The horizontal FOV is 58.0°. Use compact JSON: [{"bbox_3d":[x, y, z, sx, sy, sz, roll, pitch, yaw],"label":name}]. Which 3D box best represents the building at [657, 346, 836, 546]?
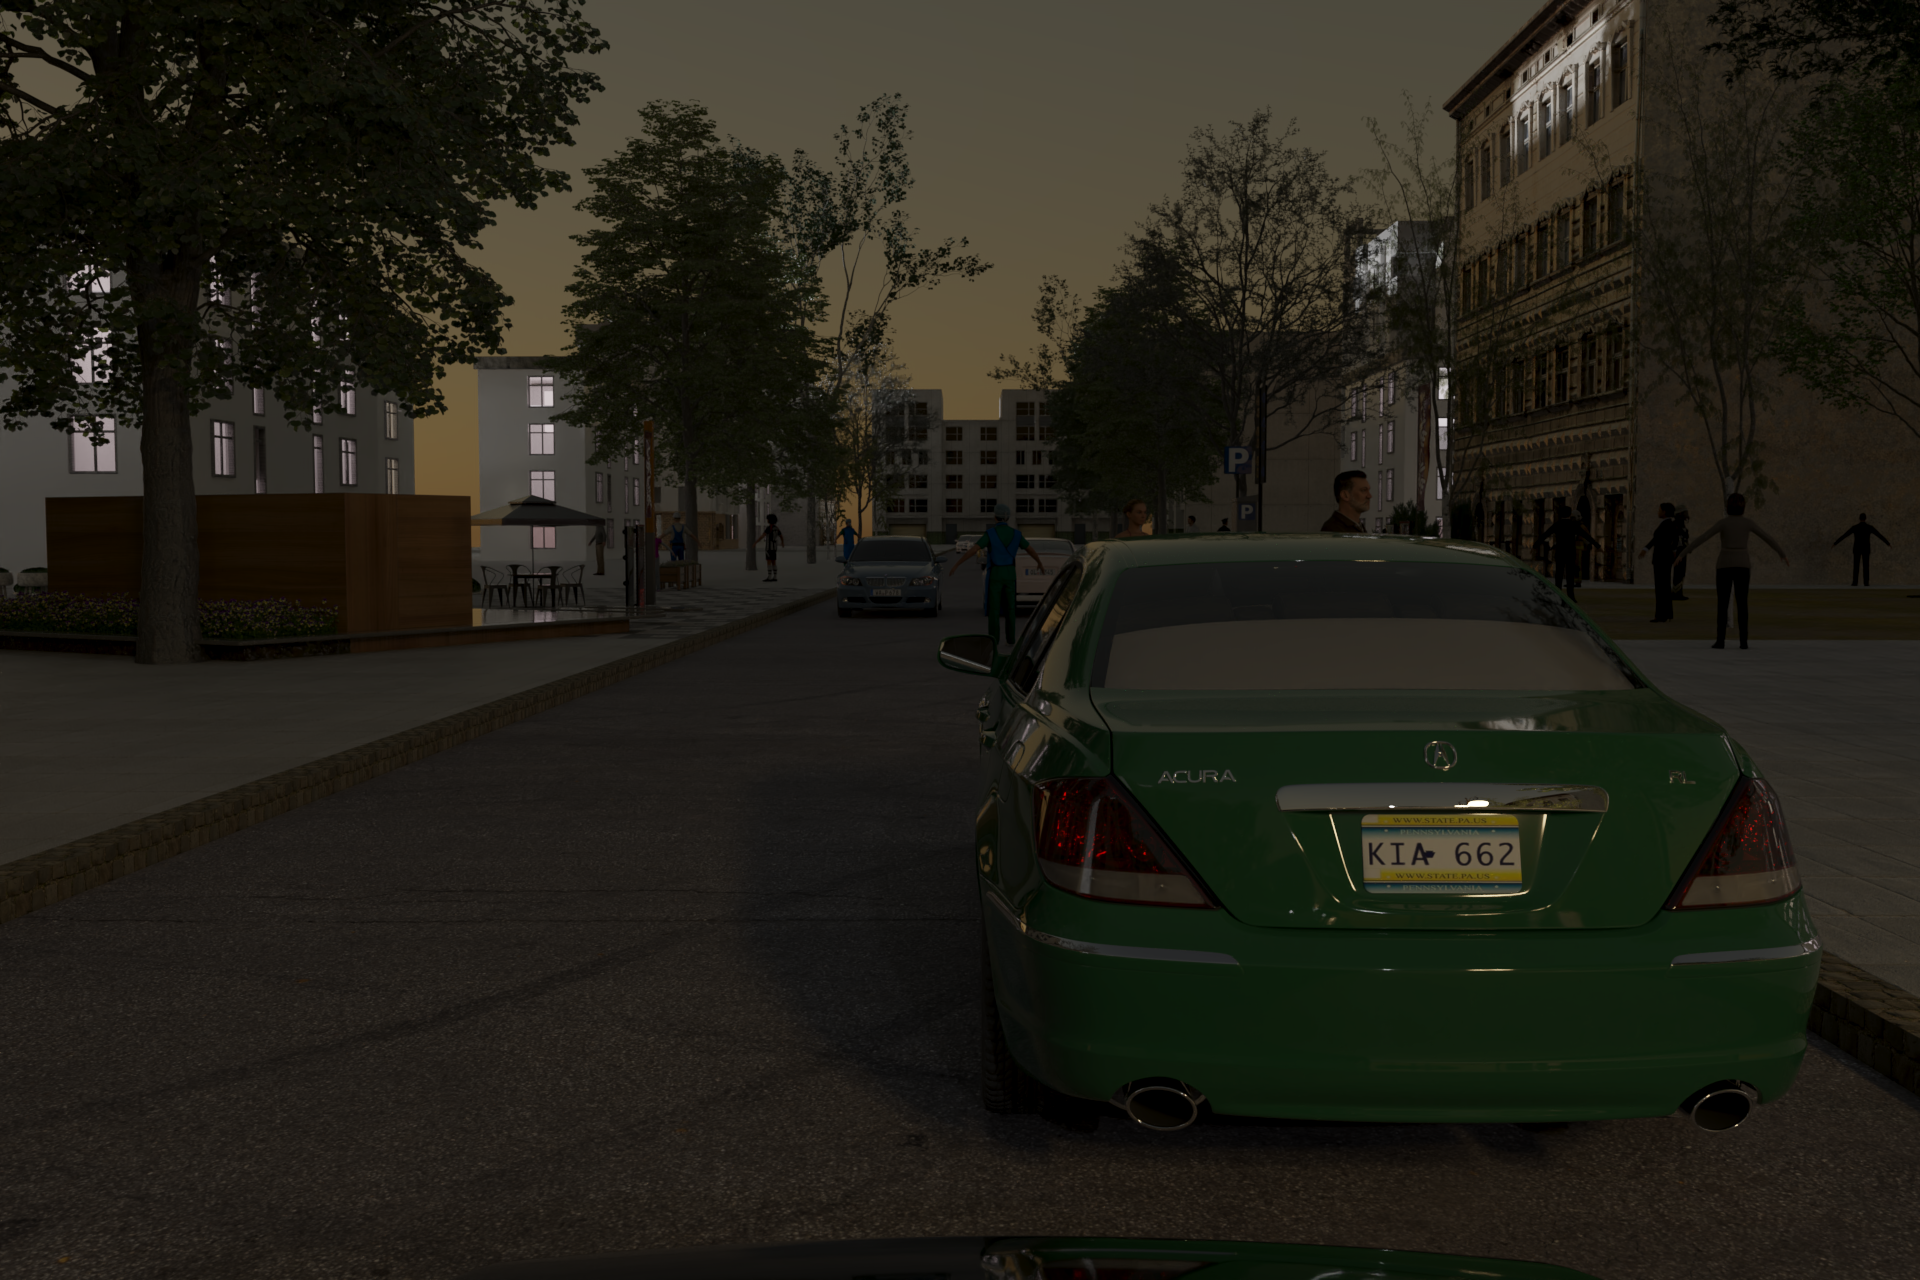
[{"bbox_3d":[-24.005,-22.151,193.104,19.493,23.208,18.063,0,4,1],"label":"building"}]

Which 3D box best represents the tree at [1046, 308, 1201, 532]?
[{"bbox_3d":[9.218,-11.518,94.982,9.857,13.997,8.962,0,3,0],"label":"tree"}]

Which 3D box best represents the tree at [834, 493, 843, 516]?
[{"bbox_3d":[-17.819,-17.031,212.871,7.601,10.594,8.767,-1,4,-9],"label":"tree"}]

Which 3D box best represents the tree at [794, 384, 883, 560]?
[{"bbox_3d":[-6.234,-8.200,84.428,4.737,8.622,4.395,0,3,0],"label":"tree"}]

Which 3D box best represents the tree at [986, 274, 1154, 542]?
[{"bbox_3d":[8.776,-16.607,127.413,12.611,20.169,13.585,0,3,0],"label":"tree"}]

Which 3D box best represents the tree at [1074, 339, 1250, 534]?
[{"bbox_3d":[9.001,-8.774,77.865,8.767,10.594,7.601,1,4,15],"label":"tree"}]

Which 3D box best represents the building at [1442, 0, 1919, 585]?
[{"bbox_3d":[26.492,-13.522,52.018,19.493,23.208,18.063,0,4,2],"label":"building"}]

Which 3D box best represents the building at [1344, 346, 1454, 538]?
[{"bbox_3d":[24.300,-8.270,77.357,9.099,9.664,28.070,0,4,2],"label":"building"}]

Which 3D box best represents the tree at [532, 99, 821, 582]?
[{"bbox_3d":[-7.503,-7.838,46.284,7.486,12.596,7.792,0,3,0],"label":"tree"}]

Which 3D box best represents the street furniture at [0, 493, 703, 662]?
[{"bbox_3d":[-9.499,-0.902,21.606,9.812,1.723,11.010,2,4,28],"label":"street furniture"}]

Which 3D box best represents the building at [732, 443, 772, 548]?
[{"bbox_3d":[-22.709,-13.805,167.857,9.099,9.664,28.070,0,4,1],"label":"building"}]

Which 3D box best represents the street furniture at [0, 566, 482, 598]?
[{"bbox_3d":[-15.505,-1.260,36.234,10.072,0.657,5.734,1,4,9],"label":"street furniture"}]

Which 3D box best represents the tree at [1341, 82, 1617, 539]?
[{"bbox_3d":[8.085,-4.819,29.155,4.360,8.622,3.978,0,3,0],"label":"tree"}]

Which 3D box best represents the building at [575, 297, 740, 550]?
[{"bbox_3d":[-24.726,-17.309,139.429,16.016,20.090,11.380,0,4,2],"label":"building"}]

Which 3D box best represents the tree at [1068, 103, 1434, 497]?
[{"bbox_3d":[8.267,-8.569,50.466,12.009,13.543,11.850,0,3,0],"label":"tree"}]

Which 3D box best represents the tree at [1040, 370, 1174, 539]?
[{"bbox_3d":[9.753,-12.354,108.637,9.857,13.997,8.962,0,3,0],"label":"tree"}]

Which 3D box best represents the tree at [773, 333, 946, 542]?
[{"bbox_3d":[-5.881,-11.809,103.445,12.009,13.543,11.850,0,3,0],"label":"tree"}]

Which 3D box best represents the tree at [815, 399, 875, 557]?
[{"bbox_3d":[-6.924,-8.829,94.708,4.360,8.622,3.978,0,3,0],"label":"tree"}]

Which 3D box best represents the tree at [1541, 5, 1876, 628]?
[{"bbox_3d":[10.770,-4.477,23.554,4.360,8.622,3.978,0,3,0],"label":"tree"}]

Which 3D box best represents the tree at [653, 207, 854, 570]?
[{"bbox_3d":[-7.794,-8.738,60.990,7.486,12.596,7.792,0,3,0],"label":"tree"}]

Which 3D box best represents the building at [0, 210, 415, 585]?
[{"bbox_3d":[-23.622,-7.047,57.374,9.099,9.664,28.070,0,4,2],"label":"building"}]

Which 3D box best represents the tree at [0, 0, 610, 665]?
[{"bbox_3d":[-8.027,-6.745,16.940,9.857,13.997,8.962,0,3,0],"label":"tree"}]

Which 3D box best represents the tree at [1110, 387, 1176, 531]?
[{"bbox_3d":[8.901,-8.281,85.763,4.360,8.622,3.978,0,3,0],"label":"tree"}]

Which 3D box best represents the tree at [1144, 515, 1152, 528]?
[{"bbox_3d":[25.082,-17.921,211.132,7.486,12.596,7.792,0,3,0],"label":"tree"}]

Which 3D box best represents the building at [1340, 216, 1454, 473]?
[{"bbox_3d":[28.449,-15.187,104.722,16.016,20.090,11.380,0,4,2],"label":"building"}]

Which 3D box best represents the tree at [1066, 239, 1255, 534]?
[{"bbox_3d":[7.700,-9.107,67.019,7.486,12.596,7.792,0,3,0],"label":"tree"}]

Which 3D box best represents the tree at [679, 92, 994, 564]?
[{"bbox_3d":[-5.174,-13.332,73.863,12.611,20.169,13.585,0,3,0],"label":"tree"}]

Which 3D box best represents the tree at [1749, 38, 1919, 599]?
[{"bbox_3d":[19.753,-6.648,34.455,9.928,11.665,9.643,0,3,0],"label":"tree"}]

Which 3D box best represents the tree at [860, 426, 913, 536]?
[{"bbox_3d":[-5.521,-10.313,118.983,4.737,8.622,4.395,0,3,0],"label":"tree"}]

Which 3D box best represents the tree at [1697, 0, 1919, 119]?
[{"bbox_3d":[8.015,-4.634,10.171,7.601,10.594,8.767,-1,4,-9],"label":"tree"}]

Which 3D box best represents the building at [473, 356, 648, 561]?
[{"bbox_3d":[-21.803,-9.406,95.934,9.099,9.664,28.070,0,4,1],"label":"building"}]
